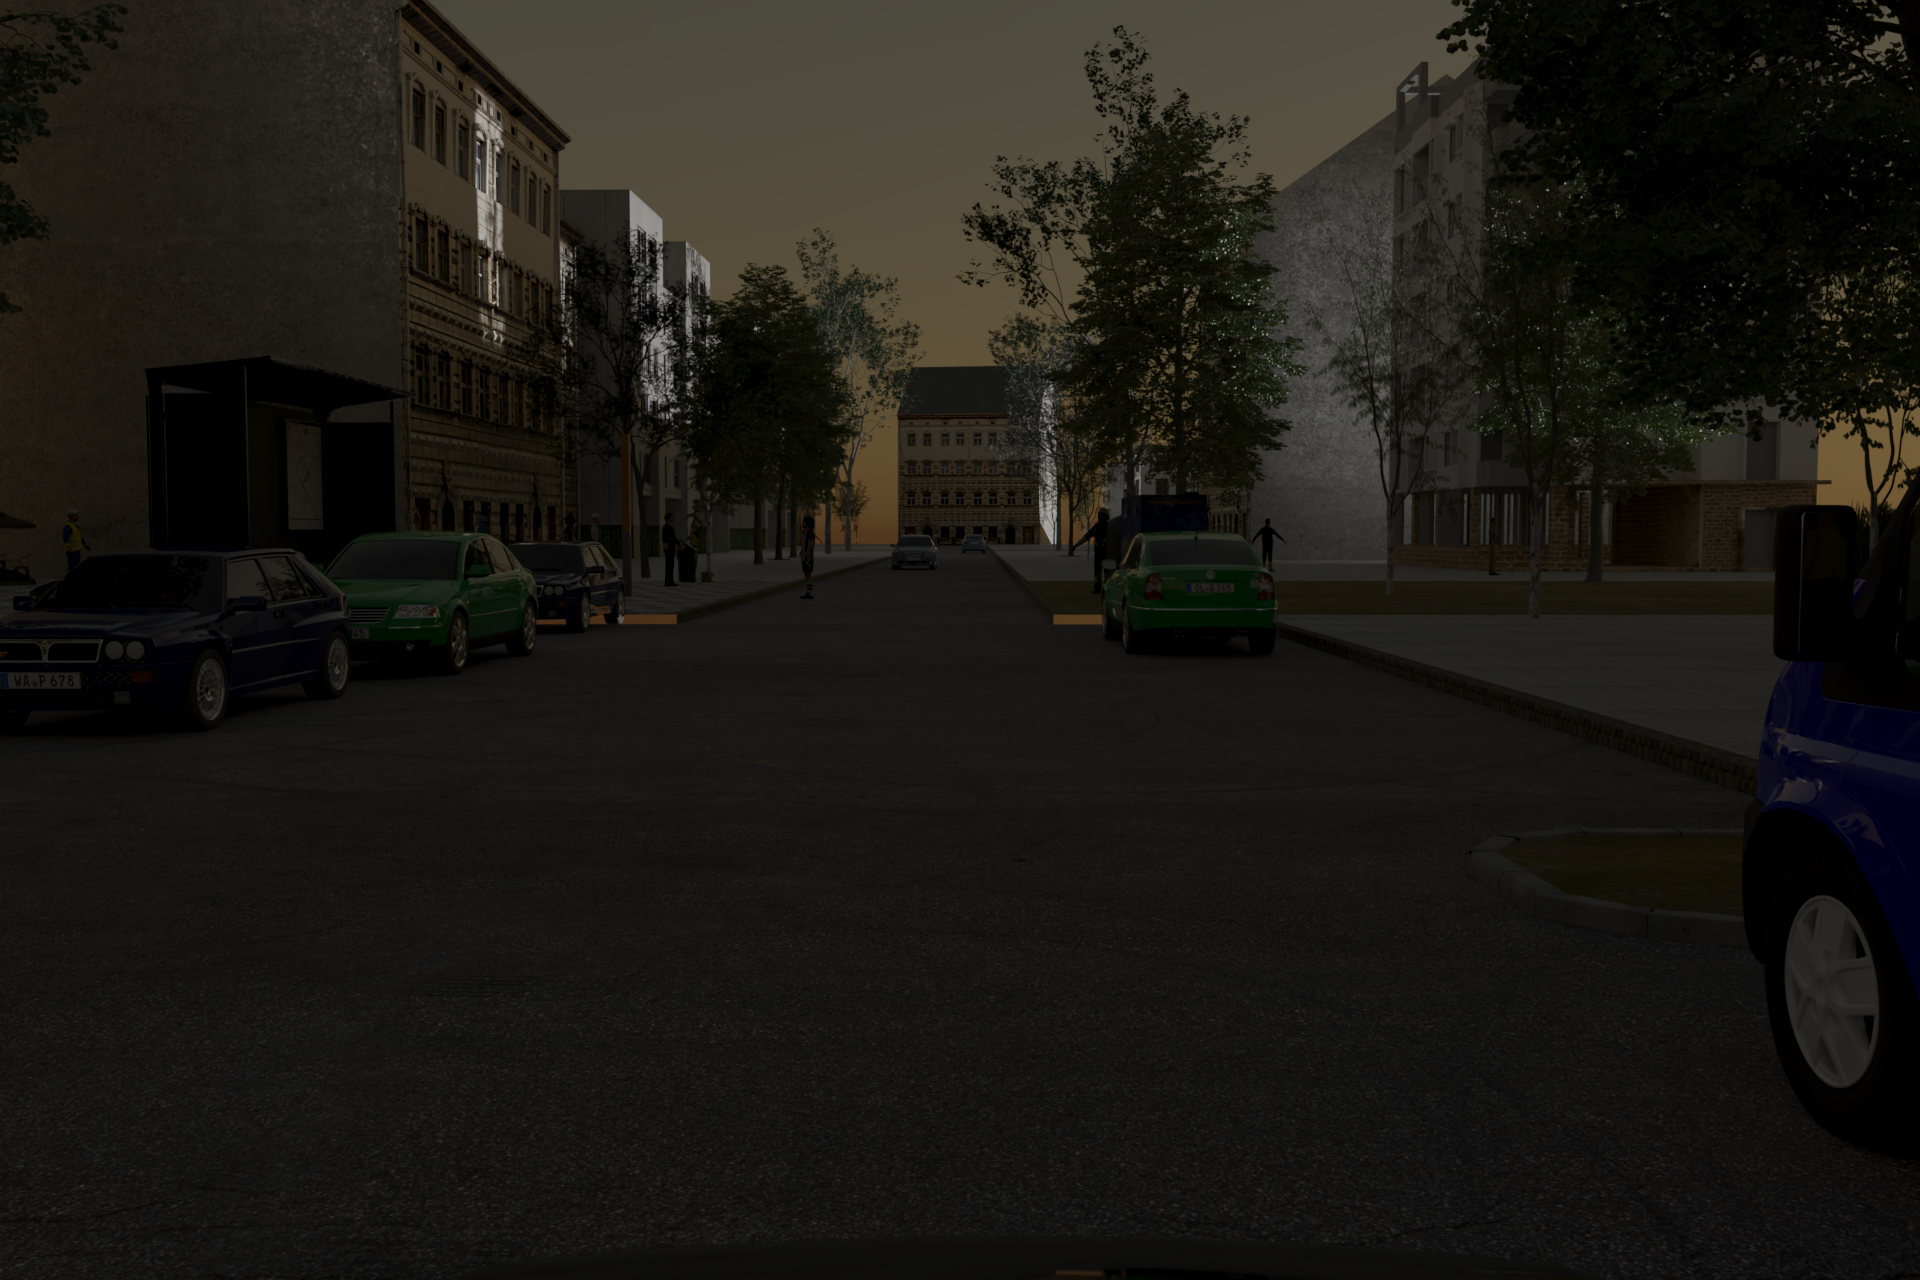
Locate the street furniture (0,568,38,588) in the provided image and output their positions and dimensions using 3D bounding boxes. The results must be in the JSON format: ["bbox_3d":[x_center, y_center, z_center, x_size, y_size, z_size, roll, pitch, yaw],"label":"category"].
[{"bbox_3d":[-26.616,-1.453,39.389,5.734,0.657,10.072,2,4,33],"label":"street furniture"}]

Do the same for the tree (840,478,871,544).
[{"bbox_3d":[-13.677,-16.833,225.573,4.737,8.622,4.395,0,3,0],"label":"tree"}]

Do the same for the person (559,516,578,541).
[{"bbox_3d":[-11.590,-2.759,51.261,0.704,1.843,1.345,1,4,15],"label":"person"}]

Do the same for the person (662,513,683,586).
[{"bbox_3d":[-7.107,-2.224,42.554,0.705,1.806,1.347,0,4,7],"label":"person"}]

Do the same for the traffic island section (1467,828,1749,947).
[{"bbox_3d":[3.143,0.973,6.953,1.991,0.108,1.994,0,3,0],"label":"traffic island section"}]

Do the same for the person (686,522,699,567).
[{"bbox_3d":[-10.310,-3.675,66.545,0.721,1.772,1.216,-2,4,-29],"label":"person"}]

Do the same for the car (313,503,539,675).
[{"bbox_3d":[-5.953,-0.626,19.025,1.959,1.807,4.718,0,4,1],"label":"car"}]

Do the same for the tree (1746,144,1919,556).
[{"bbox_3d":[16.780,-4.982,31.810,4.737,8.622,4.395,0,3,0],"label":"tree"}]

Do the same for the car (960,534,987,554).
[{"bbox_3d":[1.026,-7.152,128.942,2.014,1.417,4.499,0,3,0],"label":"car"}]

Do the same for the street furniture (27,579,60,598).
[{"bbox_3d":[-13.141,-1.185,34.997,10.072,0.657,5.734,-2,4,-28],"label":"street furniture"}]

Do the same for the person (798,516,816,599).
[{"bbox_3d":[-3.389,-1.815,38.284,0.704,1.843,1.345,-1,4,-11],"label":"person"}]

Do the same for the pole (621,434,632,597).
[{"bbox_3d":[-6.818,-2.542,35.406,0.158,3.312,0.155,0,3,0],"label":"pole"}]

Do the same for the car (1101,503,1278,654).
[{"bbox_3d":[2.835,-0.810,22.044,1.959,1.807,4.718,0,4,-1],"label":"car"}]

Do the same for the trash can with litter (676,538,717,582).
[{"bbox_3d":[-7.013,-2.122,46.076,1.055,1.170,0.624,0,4,1],"label":"trash can with litter"}]

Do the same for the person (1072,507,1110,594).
[{"bbox_3d":[3.052,-1.918,37.136,1.354,1.856,0.705,2,4,28],"label":"person"}]

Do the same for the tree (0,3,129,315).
[{"bbox_3d":[-12.253,-6.587,14.355,9.857,13.997,8.962,0,3,0],"label":"tree"}]

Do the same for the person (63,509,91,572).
[{"bbox_3d":[-19.434,-1.961,38.036,0.705,1.833,1.349,-1,4,-9],"label":"person"}]

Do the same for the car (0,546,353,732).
[{"bbox_3d":[-6.282,-0.075,13.799,1.945,1.354,3.894,0,4,1],"label":"car"}]

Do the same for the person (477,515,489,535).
[{"bbox_3d":[-13.670,-2.649,49.436,0.704,1.817,1.347,0,4,2],"label":"person"}]

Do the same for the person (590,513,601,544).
[{"bbox_3d":[-9.870,-2.522,47.091,0.705,1.847,1.347,-1,4,-11],"label":"person"}]

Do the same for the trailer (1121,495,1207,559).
[{"bbox_3d":[3.066,-1.221,27.006,1.471,1.999,3.904,0,4,-1],"label":"trailer"}]

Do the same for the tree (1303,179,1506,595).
[{"bbox_3d":[9.095,-5.269,36.514,4.360,8.622,3.978,0,3,0],"label":"tree"}]

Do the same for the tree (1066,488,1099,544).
[{"bbox_3d":[15.640,-16.569,221.260,4.737,8.622,4.395,0,3,0],"label":"tree"}]

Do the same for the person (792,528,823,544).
[{"bbox_3d":[-5.670,-3.513,64.234,1.217,1.733,0.721,-2,4,-28],"label":"person"}]

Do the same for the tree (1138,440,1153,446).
[{"bbox_3d":[24.481,-19.174,223.871,12.009,13.543,11.850,0,3,0],"label":"tree"}]

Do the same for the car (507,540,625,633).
[{"bbox_3d":[-6.271,-0.843,26.370,1.945,1.354,3.894,0,4,1],"label":"car"}]

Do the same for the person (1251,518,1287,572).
[{"bbox_3d":[10.485,-3.231,58.962,1.346,1.812,0.704,3,4,37],"label":"person"}]

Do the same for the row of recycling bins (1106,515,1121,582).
[{"bbox_3d":[3.439,-1.663,34.302,1.069,1.692,3.534,0,4,-1],"label":"row of recycling bins"}]

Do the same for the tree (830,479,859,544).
[{"bbox_3d":[-14.916,-16.536,220.725,4.737,8.622,4.395,0,3,0],"label":"tree"}]

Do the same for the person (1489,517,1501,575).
[{"bbox_3d":[16.586,-2.905,53.766,0.705,1.796,1.348,2,4,26],"label":"person"}]

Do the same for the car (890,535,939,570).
[{"bbox_3d":[-1.829,-3.591,70.723,2.014,1.417,4.499,0,4,1],"label":"car"}]
